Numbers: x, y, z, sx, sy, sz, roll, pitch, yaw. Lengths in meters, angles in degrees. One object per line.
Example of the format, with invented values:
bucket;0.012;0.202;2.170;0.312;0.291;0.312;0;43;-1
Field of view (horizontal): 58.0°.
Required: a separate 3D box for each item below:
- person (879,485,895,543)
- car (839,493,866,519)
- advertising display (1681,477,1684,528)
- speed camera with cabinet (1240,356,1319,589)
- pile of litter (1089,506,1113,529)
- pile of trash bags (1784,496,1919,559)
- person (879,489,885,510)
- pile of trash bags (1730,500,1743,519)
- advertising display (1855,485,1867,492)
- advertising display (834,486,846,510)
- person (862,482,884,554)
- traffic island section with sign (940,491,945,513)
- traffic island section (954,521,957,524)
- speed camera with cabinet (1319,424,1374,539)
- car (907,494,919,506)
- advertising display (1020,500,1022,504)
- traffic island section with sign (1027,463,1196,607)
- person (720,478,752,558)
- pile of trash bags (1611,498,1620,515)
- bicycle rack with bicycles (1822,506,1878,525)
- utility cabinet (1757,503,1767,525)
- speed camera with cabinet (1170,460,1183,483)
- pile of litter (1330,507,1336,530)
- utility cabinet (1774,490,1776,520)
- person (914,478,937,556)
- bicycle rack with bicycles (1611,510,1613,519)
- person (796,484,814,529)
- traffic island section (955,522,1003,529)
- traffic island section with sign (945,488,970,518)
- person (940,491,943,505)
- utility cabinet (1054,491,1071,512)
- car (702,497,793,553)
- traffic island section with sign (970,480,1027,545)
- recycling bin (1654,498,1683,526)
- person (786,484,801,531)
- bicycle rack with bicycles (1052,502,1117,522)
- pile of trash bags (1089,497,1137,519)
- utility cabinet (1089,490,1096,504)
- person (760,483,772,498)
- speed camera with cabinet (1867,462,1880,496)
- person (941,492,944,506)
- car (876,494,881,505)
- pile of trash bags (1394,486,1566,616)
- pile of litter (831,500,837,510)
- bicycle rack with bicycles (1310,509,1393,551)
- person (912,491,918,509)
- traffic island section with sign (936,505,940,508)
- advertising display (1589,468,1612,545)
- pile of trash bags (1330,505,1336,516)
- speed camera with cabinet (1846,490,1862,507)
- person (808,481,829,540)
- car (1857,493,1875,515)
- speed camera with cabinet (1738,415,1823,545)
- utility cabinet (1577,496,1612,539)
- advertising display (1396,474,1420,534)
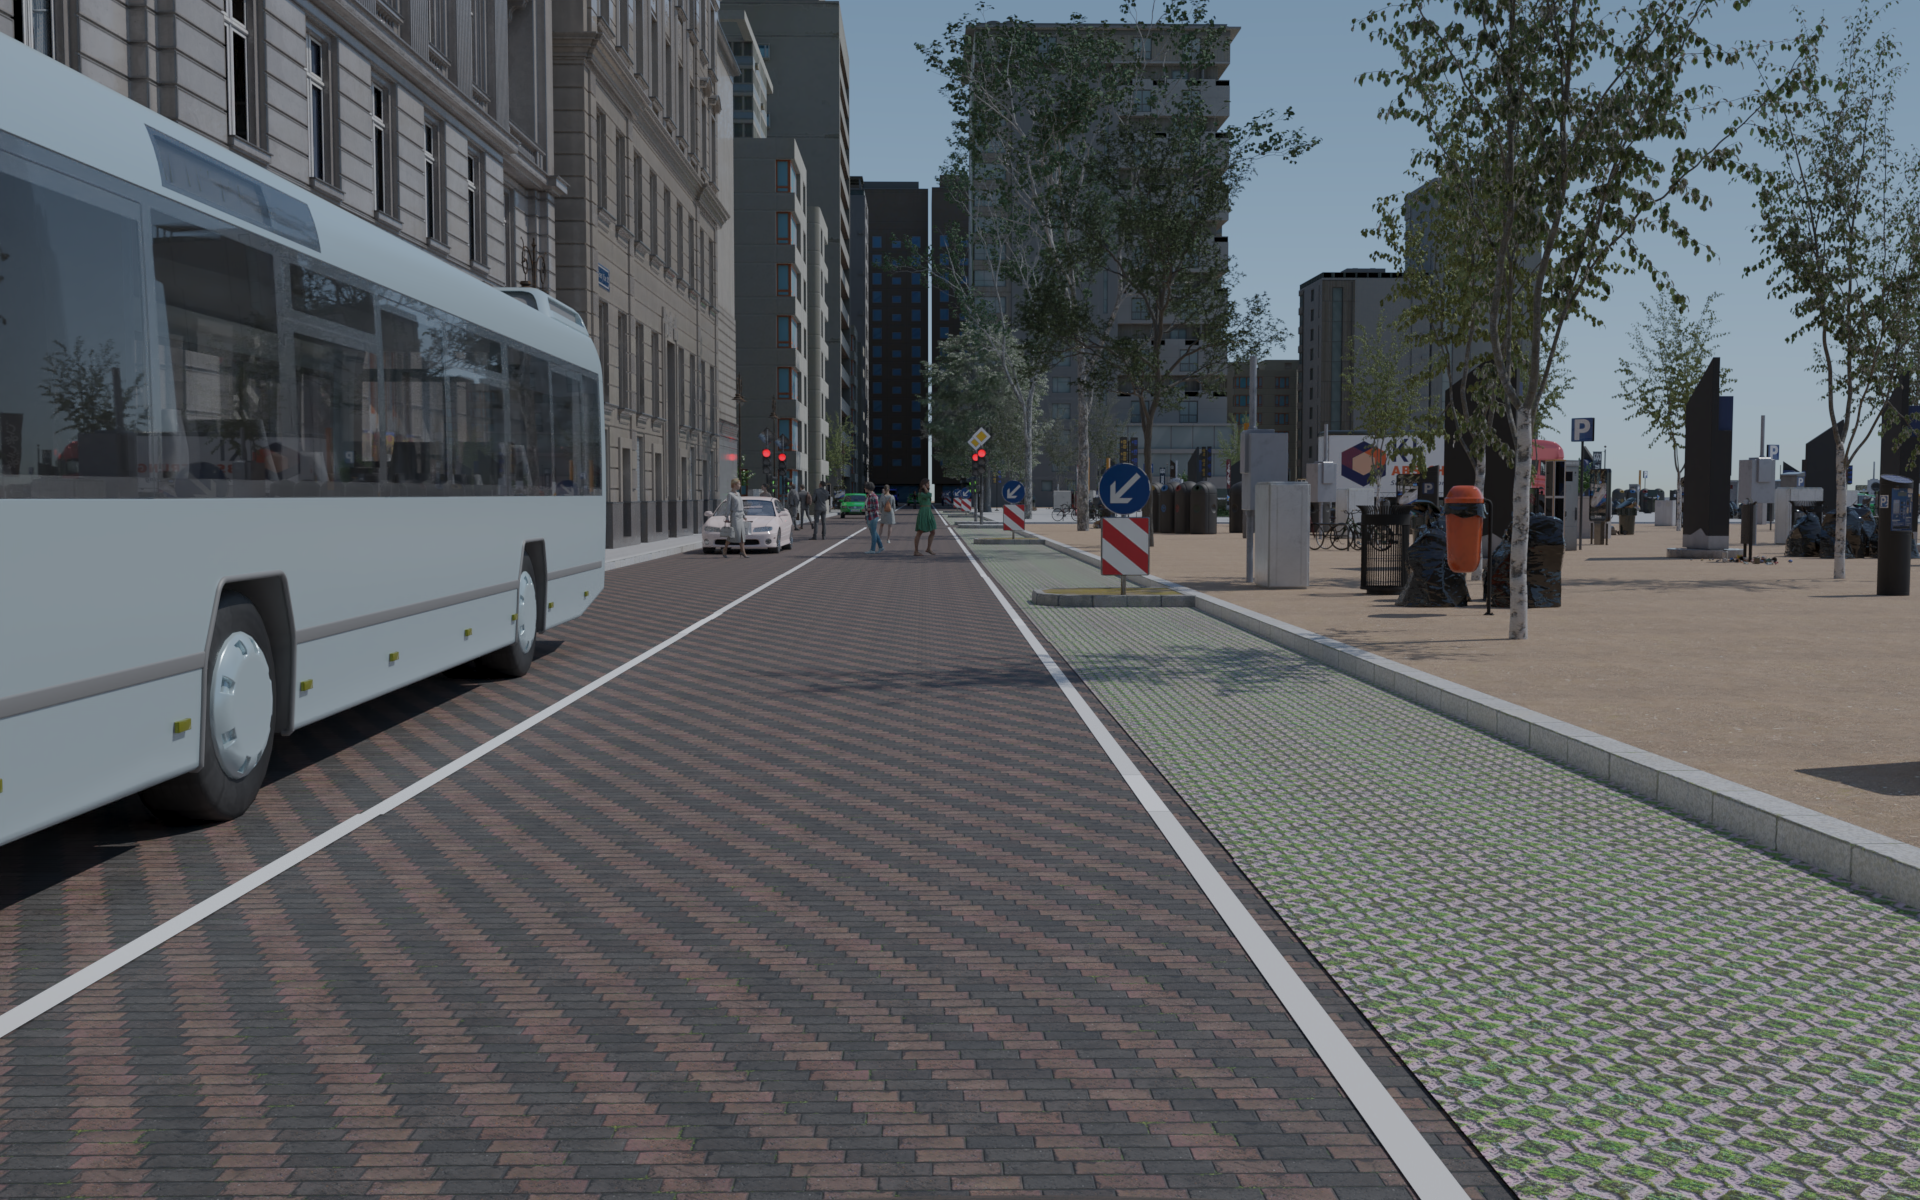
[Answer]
person;-2.140;-2.518;50.680;0.512;1.701;0.522;-1;4;-14
car;-6.211;-5.757;102.921;1.959;1.807;4.718;0;4;-3
advertising display;27.631;-3.671;65.231;0.974;1.923;0.123;1;4;21
speed camera with cabinet;4.404;-1.828;24.217;0.660;3.252;2.038;0;4;-1
pile of litter;5.462;-3.095;64.563;1.719;0.858;1.176;1;4;22
pile of trash bags;18.702;-1.546;35.032;3.447;1.369;1.912;0;4;1
person;-5.202;-6.685;118.292;0.782;1.767;0.515;2;4;28
pile of trash bags;40.475;-4.831;88.734;1.912;1.369;3.447;-2;4;-33
advertising display;63.455;-7.132;121.819;0.974;1.923;0.123;0;4;-2
advertising display;-9.859;-8.362;141.940;0.974;1.923;0.123;0;4;3
person;-2.083;-1.977;41.655;0.643;1.720;0.563;-1;4;-18
traffic island section with sign;-0.315;-7.576;132.488;1.989;1.847;2.006;0;4;-1
traffic island section;0.753;-3.568;80.620;2.009;0.180;2.903;0;4;-1
speed camera with cabinet;10.888;-3.379;49.581;2.038;3.252;0.660;-2;4;-27
car;-5.545;-12.466;212.609;1.959;1.807;4.718;0;3;0
advertising display;4.970;-8.338;141.542;0.123;1.923;0.974;0;4;-3
traffic island section with sign;1.961;-0.860;22.686;1.989;1.847;2.006;0;4;-1
person;-5.054;-1.839;38.915;0.624;1.780;0.694;3;4;38
pile of trash bags;38.941;-5.887;106.008;3.447;1.369;1.912;-2;4;-33
bicycle rack with bicycles;26.953;-2.386;52.392;2.925;0.926;2.852;-1;4;-13
utility cabinet;33.459;-3.776;72.905;0.306;1.237;1.020;-2;4;-23
speed camera with cabinet;13.433;-6.579;101.906;2.038;3.252;0.660;1;4;17
pile of litter;13.143;-2.838;60.367;1.719;0.858;1.176;2;4;28
utility cabinet;40.515;-4.731;86.038;1.173;1.500;0.318;2;4;30
person;-0.819;-1.929;40.290;0.529;1.795;0.600;1;4;15
bicycle rack with bicycles;30.111;-4.280;83.364;2.852;0.926;2.925;-3;5;-40
person;-6.354;-3.804;70.656;0.622;1.834;0.822;-3;4;-38
traffic island section;0.919;-3.080;72.637;2.009;0.180;2.903;0;4;-1
traffic island section with sign;0.247;-5.907;105.214;1.989;1.847;2.006;0;4;-1
person;-2.154;-12.906;219.647;1.348;1.807;0.705;-3;5;-44
utility cabinet;7.109;-6.841;120.525;1.173;1.500;0.318;0;4;5
car;-5.266;-1.893;43.307;2.083;1.381;4.827;0;4;1
traffic island section with sign;1.393;-2.508;49.635;1.989;1.847;2.006;0;4;-1
recycling bin;28.217;-3.459;69.111;0.722;1.027;0.722;-3;5;-44
person;-6.508;-3.614;67.684;0.679;1.850;0.850;3;5;43
bicycle rack with bicycles;6.140;-4.182;81.761;2.925;0.926;2.852;2;4;33
pile of trash bags;7.730;-4.904;89.927;3.447;1.369;1.912;1;4;12
utility cabinet;7.831;-6.010;106.947;1.173;1.500;0.318;3;4;39
person;-6.512;-2.956;57.169;0.599;1.781;0.374;1;4;22
speed camera with cabinet;54.935;-6.797;105.471;2.038;3.252;0.660;1;4;13
person;-1.985;-11.372;195.364;0.436;1.711;0.756;0;4;6
car;-7.694;-9.365;161.919;1.959;1.807;4.718;0;4;-1
pile of trash bags;5.889;-0.611;19.742;1.912;1.369;3.447;1;4;21
pile of litter;-10.685;-7.952;143.984;1.176;0.858;1.719;2;4;32
bicycle rack with bicycles;9.018;-1.618;39.841;2.852;0.926;2.925;-2;4;-28
person;-4.206;-9.446;163.765;0.721;1.723;1.217;2;4;33
traffic island section with sign;-1.361;-10.651;182.779;1.989;1.847;2.006;0;4;-1
advertising display;16.203;-2.363;43.853;0.123;1.923;0.974;0;4;-5
pile of trash bags;19.525;-4.892;89.739;1.912;1.369;3.447;-3;4;-37
speed camera with cabinet;37.028;-4.852;73.659;2.038;3.252;0.660;0;4;1
person;-4.431;-2.808;54.222;0.655;1.846;0.447;-2;4;-32
car;40.162;-4.280;78.767;4.718;1.807;1.959;0;4;-2
speed camera with cabinet;20.762;-3.026;43.806;2.038;3.252;0.660;-1;4;-11
utility cabinet;18.312;-2.384;50.139;0.306;1.237;1.020;-3;5;-43
advertising display;14.353;-3.048;55.046;0.974;1.923;0.123;0;4;5
